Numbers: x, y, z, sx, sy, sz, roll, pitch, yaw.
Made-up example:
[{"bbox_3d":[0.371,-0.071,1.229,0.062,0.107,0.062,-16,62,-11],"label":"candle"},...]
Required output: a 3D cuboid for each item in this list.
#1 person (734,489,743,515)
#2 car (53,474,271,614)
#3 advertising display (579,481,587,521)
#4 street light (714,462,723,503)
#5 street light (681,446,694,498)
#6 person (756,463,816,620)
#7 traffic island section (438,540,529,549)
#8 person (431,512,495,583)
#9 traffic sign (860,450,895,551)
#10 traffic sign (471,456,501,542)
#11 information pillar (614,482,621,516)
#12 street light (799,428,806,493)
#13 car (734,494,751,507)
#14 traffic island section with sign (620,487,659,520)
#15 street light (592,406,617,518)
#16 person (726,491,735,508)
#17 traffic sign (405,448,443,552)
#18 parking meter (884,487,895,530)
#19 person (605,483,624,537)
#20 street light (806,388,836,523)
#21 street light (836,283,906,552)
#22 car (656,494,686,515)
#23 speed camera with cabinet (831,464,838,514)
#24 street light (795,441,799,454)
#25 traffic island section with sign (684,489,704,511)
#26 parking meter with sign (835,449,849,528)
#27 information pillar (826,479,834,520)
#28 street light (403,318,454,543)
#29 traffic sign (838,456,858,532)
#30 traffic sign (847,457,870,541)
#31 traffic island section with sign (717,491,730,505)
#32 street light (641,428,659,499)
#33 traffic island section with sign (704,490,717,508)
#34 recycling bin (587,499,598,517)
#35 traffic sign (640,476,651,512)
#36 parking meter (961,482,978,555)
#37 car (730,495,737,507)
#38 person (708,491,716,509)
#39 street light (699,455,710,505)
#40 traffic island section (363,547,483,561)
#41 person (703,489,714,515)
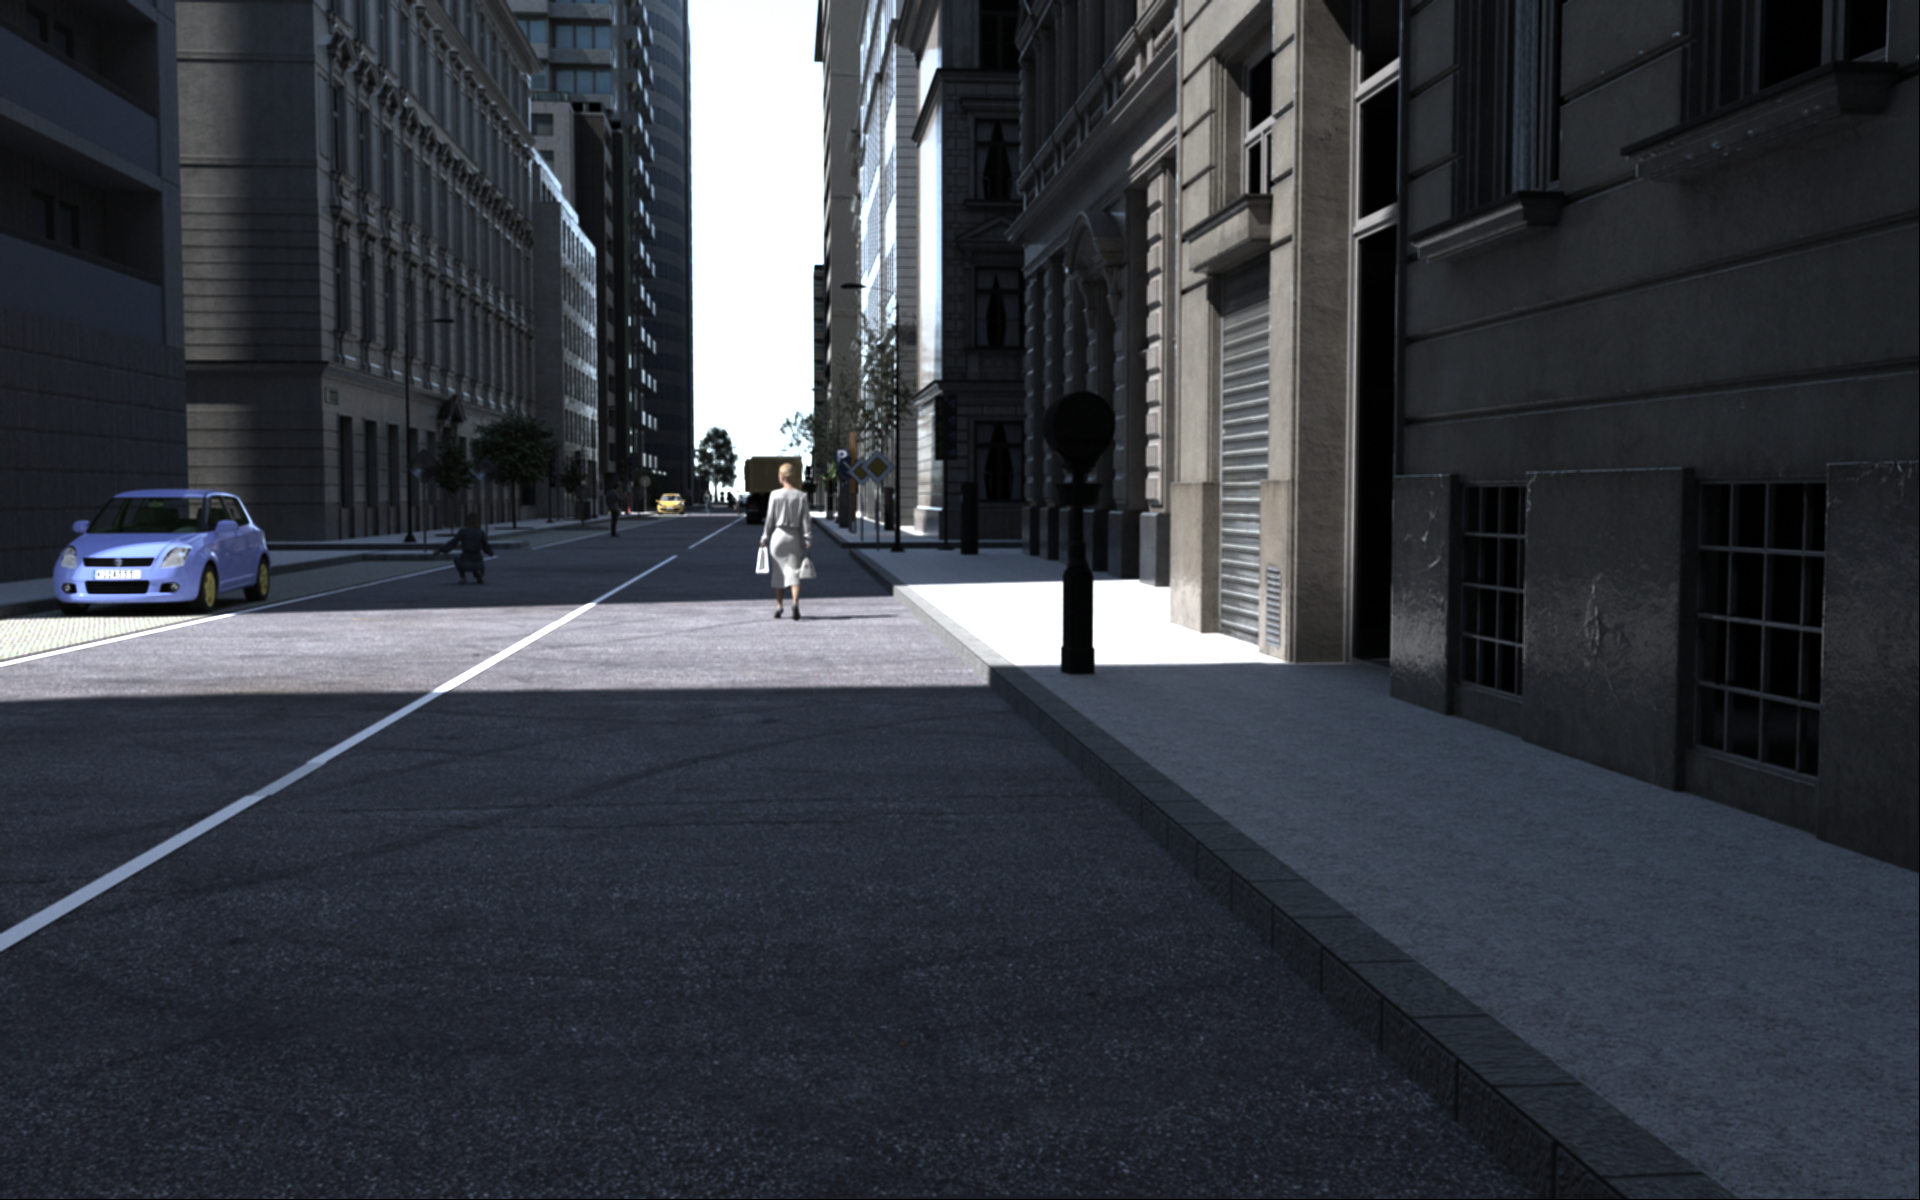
[{"bbox_3d":[-15.016,-6.641,117.570,0.515,1.767,0.782,-1,4,-18],"label":"person"},{"bbox_3d":[-9.950,-0.743,21.735,1.945,1.707,3.694,0,4,-7],"label":"car"},{"bbox_3d":[-17.999,-4.740,82.709,0.123,1.923,0.974,0,4,5],"label":"advertising display"},{"bbox_3d":[-34.892,-16.964,249.902,1.470,5.913,1.316,0,4,-6],"label":"street light"},{"bbox_3d":[-26.391,-11.918,167.407,1.470,5.913,1.316,0,4,-6],"label":"street light"},{"bbox_3d":[-1.999,-0.667,19.758,0.694,1.780,0.624,0,4,1],"label":"person"},{"bbox_3d":[-12.639,-1.462,46.189,2.009,0.180,2.903,0,4,-6],"label":"traffic island section"},{"bbox_3d":[-7.980,-0.849,27.879,1.012,1.151,0.738,-1,4,-21],"label":"person"},{"bbox_3d":[-1.861,-2.173,39.174,0.795,2.450,0.064,0,4,-6],"label":"traffic sign"},{"bbox_3d":[-12.616,-2.599,46.129,0.795,2.450,0.064,0,4,-6],"label":"traffic sign"},{"bbox_3d":[-20.135,-5.955,101.857,0.304,2.012,0.304,2,4,27],"label":"information pillar"},{"bbox_3d":[-10.307,-9.098,121.299,1.470,5.913,1.316,0,4,-6],"label":"street light"},{"bbox_3d":[-21.645,-9.930,174.156,2.131,1.459,4.920,0,4,-6],"label":"car"},{"bbox_3d":[-17.679,-5.317,95.554,1.989,1.847,2.006,0,4,-6],"label":"traffic island section with sign"},{"bbox_3d":[-18.700,-7.246,91.021,1.470,5.913,1.316,0,4,-6],"label":"street light"},{"bbox_3d":[-23.905,-10.476,180.336,0.990,1.755,0.434,1,4,13],"label":"person"},{"bbox_3d":[-11.806,-2.113,38.185,0.795,2.450,0.064,0,4,-6],"label":"traffic sign"},{"bbox_3d":[-2.492,-3.231,61.245,0.372,1.533,0.369,0,3,0],"label":"parking meter"},{"bbox_3d":[-11.653,-3.044,58.450,0.473,1.802,0.592,-3,5,-39],"label":"person"},{"bbox_3d":[-5.878,-6.331,76.058,1.470,5.913,1.316,0,4,-6],"label":"street light"},{"bbox_3d":[-1.926,-4.023,38.323,1.470,5.913,1.316,0,4,-6],"label":"street light"},{"bbox_3d":[-19.890,-6.668,119.244,2.015,1.641,3.980,0,4,-7],"label":"car"},{"bbox_3d":[-8.318,-7.270,113.201,0.660,3.252,2.038,0,4,6],"label":"speed camera with cabinet"},{"bbox_3d":[-13.493,-10.968,151.869,1.470,5.913,1.316,0,4,-6],"label":"street light"},{"bbox_3d":[-22.798,-8.386,145.735,1.989,1.847,2.006,0,4,-6],"label":"traffic island section with sign"},{"bbox_3d":[-4.490,-4.301,66.580,0.543,3.016,1.738,0,4,-7],"label":"parking meter with sign"},{"bbox_3d":[-6.506,-5.024,86.638,0.304,2.012,0.304,-1,4,-22],"label":"information pillar"},{"bbox_3d":[-14.045,-4.481,45.802,1.470,5.913,1.316,0,4,-6],"label":"street light"},{"bbox_3d":[-3.712,-3.560,58.311,0.768,2.556,0.104,0,4,-1],"label":"traffic sign"},{"bbox_3d":[-2.671,-2.659,47.118,0.795,2.450,0.064,0,4,-6],"label":"traffic sign"},{"bbox_3d":[-31.071,-13.353,226.944,1.989,1.847,2.006,0,4,-6],"label":"traffic island section with sign"},{"bbox_3d":[-21.880,-9.139,121.958,1.470,5.913,1.316,0,4,-6],"label":"street light"},{"bbox_3d":[-25.523,-10.026,172.552,1.989,1.847,2.006,0,4,-6],"label":"traffic island section with sign"},{"bbox_3d":[-20.744,-5.170,97.081,0.722,1.027,0.722,-3,4,-38],"label":"recycling bin"},{"bbox_3d":[-21.901,-7.365,120.520,0.768,2.556,0.104,0,4,1],"label":"traffic sign"},{"bbox_3d":[0.203,-1.741,36.883,0.372,1.533,0.369,0,3,0],"label":"parking meter"},{"bbox_3d":[-25.110,-11.171,195.225,1.945,1.354,3.894,0,4,-7],"label":"car"},{"bbox_3d":[-23.259,-9.285,161.018,1.217,1.736,0.721,-1,4,-11],"label":"person"},{"bbox_3d":[-30.223,-14.198,204.685,1.470,5.913,1.316,0,4,-6],"label":"street light"},{"bbox_3d":[-11.829,-0.976,38.245,2.009,0.180,2.903,0,4,-6],"label":"traffic island section"},{"bbox_3d":[-17.221,-6.700,118.387,0.623,1.781,0.721,-2,4,-32],"label":"person"}]
